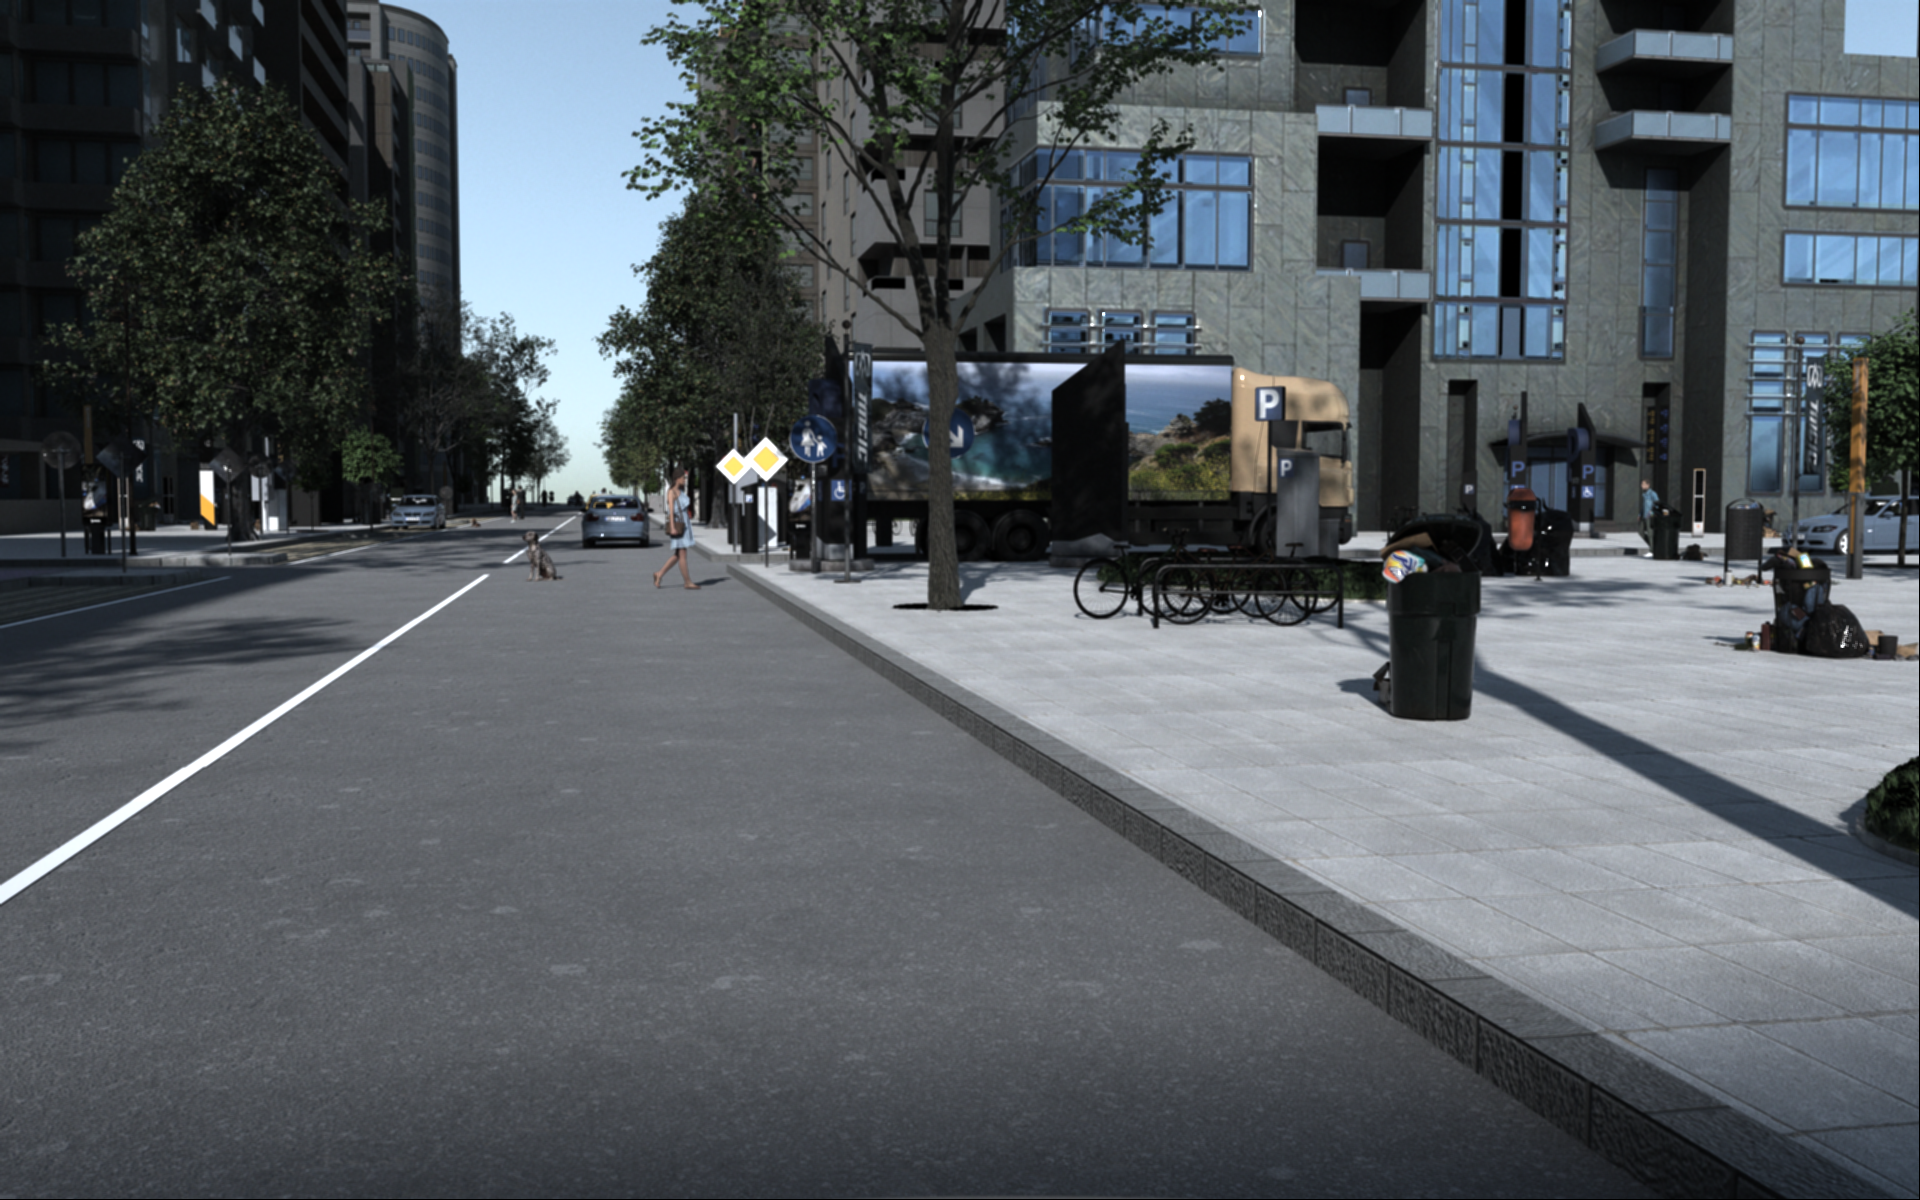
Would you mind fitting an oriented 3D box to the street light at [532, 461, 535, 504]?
[{"bbox_3d":[-56.336,-15.661,228.841,0.468,5.910,1.993,-1,4,-11],"label":"street light"}]

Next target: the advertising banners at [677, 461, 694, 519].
[{"bbox_3d":[-13.858,-5.654,88.632,0.090,3.025,2.074,2,4,26],"label":"advertising banners"}]

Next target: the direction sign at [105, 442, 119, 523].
[{"bbox_3d":[-37.120,-5.139,76.021,0.379,3.537,0.876,1,4,23],"label":"direction sign"}]

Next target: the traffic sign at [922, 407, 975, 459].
[{"bbox_3d":[-0.166,-1.538,25.255,0.768,2.556,0.104,0,4,-3],"label":"traffic sign"}]

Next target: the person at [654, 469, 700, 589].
[{"bbox_3d":[-4.296,-1.073,26.130,0.778,1.811,0.616,1,4,15],"label":"person"}]

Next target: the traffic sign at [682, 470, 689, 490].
[{"bbox_3d":[-14.365,-5.467,89.490,0.768,2.556,0.104,-1,4,-8],"label":"traffic sign"}]

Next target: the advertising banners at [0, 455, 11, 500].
[{"bbox_3d":[-40.912,-4.692,72.906,0.090,3.025,2.074,2,4,31],"label":"advertising banners"}]

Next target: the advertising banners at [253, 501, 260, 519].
[{"bbox_3d":[-35.048,-5.547,86.882,0.090,3.025,2.074,-3,5,-43],"label":"advertising banners"}]

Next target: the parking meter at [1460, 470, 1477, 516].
[{"bbox_3d":[12.219,-2.198,41.652,0.399,1.863,0.255,1,4,16],"label":"parking meter"}]

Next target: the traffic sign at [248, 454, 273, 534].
[{"bbox_3d":[-22.196,-3.355,54.961,0.768,2.556,0.104,0,4,-7],"label":"traffic sign"}]

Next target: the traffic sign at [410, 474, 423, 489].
[{"bbox_3d":[-34.014,-6.626,108.444,0.768,2.556,0.104,0,4,-5],"label":"traffic sign"}]

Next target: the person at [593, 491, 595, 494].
[{"bbox_3d":[-46.674,-12.995,221.047,0.705,1.814,1.350,2,4,32],"label":"person"}]

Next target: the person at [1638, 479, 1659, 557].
[{"bbox_3d":[15.745,-1.877,39.525,0.444,1.785,0.601,0,4,2],"label":"person"}]

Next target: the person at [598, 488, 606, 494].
[{"bbox_3d":[-21.121,-5.712,102.150,0.793,1.790,0.793,2,4,27],"label":"person"}]

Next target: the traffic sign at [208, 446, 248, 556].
[{"bbox_3d":[-15.209,-1.980,36.019,0.795,2.450,0.064,-1,4,-11],"label":"traffic sign"}]

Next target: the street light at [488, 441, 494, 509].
[{"bbox_3d":[-40.022,-10.714,147.956,0.468,5.910,1.993,-1,4,-11],"label":"street light"}]

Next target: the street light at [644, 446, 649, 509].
[{"bbox_3d":[-27.142,-10.836,149.957,0.468,5.910,1.993,-1,4,-11],"label":"street light"}]

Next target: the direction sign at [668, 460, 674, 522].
[{"bbox_3d":[-12.999,-5.260,78.000,0.379,3.537,0.876,0,4,2],"label":"direction sign"}]

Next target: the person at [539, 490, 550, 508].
[{"bbox_3d":[-44.106,-10.747,183.844,1.348,1.869,0.705,1,4,20],"label":"person"}]

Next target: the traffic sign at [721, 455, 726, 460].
[{"bbox_3d":[-7.208,-3.342,54.753,0.768,2.556,0.104,0,4,-7],"label":"traffic sign"}]

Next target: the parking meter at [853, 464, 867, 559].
[{"bbox_3d":[-1.870,-1.558,31.191,0.255,1.863,0.399,2,4,27],"label":"parking meter"}]

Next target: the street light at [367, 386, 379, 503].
[{"bbox_3d":[-24.741,-6.128,72.983,0.468,5.910,1.993,-1,4,-11],"label":"street light"}]

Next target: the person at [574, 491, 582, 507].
[{"bbox_3d":[-43.481,-11.506,197.182,0.990,1.755,0.434,-2,4,-26],"label":"person"}]

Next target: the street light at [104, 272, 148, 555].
[{"bbox_3d":[-17.368,-3.879,36.205,0.468,5.910,1.993,-1,4,-11],"label":"street light"}]

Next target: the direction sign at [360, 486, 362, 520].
[{"bbox_3d":[-29.364,-5.677,84.812,0.876,3.537,0.379,-3,4,-37],"label":"direction sign"}]

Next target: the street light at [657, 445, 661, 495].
[{"bbox_3d":[-19.772,-8.602,113.433,0.468,5.910,1.993,-1,4,-11],"label":"street light"}]

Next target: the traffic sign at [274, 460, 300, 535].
[{"bbox_3d":[-21.301,-3.281,54.836,0.795,2.450,0.064,-1,4,-10],"label":"traffic sign"}]

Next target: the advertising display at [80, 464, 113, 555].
[{"bbox_3d":[-18.350,-1.934,36.828,0.974,1.923,0.123,2,4,33],"label":"advertising display"}]

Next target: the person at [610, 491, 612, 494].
[{"bbox_3d":[-32.666,-9.300,161.354,0.742,1.727,0.445,-3,5,-42],"label":"person"}]

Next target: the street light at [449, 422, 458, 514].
[{"bbox_3d":[-32.556,-8.481,111.451,0.468,5.910,1.993,-1,4,-11],"label":"street light"}]

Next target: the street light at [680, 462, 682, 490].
[{"bbox_3d":[-12.072,-6.237,74.767,0.468,5.910,1.993,-1,4,-11],"label":"street light"}]

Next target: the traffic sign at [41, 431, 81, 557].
[{"bbox_3d":[-18.201,-2.140,35.092,0.768,2.556,0.104,-1,4,-9],"label":"traffic sign"}]

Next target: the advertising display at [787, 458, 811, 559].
[{"bbox_3d":[-2.809,-1.573,30.938,0.123,1.923,0.974,-2,4,-34],"label":"advertising display"}]

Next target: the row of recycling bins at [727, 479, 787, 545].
[{"bbox_3d":[-5.333,-2.358,45.674,1.069,1.692,3.534,1,4,10],"label":"row of recycling bins"}]

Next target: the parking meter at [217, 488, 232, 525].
[{"bbox_3d":[-30.542,-3.896,72.117,0.372,1.533,0.369,0,3,0],"label":"parking meter"}]

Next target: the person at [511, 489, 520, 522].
[{"bbox_3d":[-22.678,-4.812,88.185,0.522,1.701,0.512,-2,4,-27],"label":"person"}]

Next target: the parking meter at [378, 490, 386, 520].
[{"bbox_3d":[-29.026,-4.805,86.966,0.372,1.533,0.369,0,3,0],"label":"parking meter"}]

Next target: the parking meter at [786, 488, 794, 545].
[{"bbox_3d":[-4.206,-2.155,43.639,0.372,1.533,0.369,0,3,0],"label":"parking meter"}]

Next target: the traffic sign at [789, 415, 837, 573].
[{"bbox_3d":[-2.359,-1.702,27.933,0.768,2.556,0.104,0,4,-3],"label":"traffic sign"}]

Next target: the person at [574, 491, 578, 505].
[{"bbox_3d":[-48.283,-12.811,217.941,1.348,1.826,0.705,1,4,19],"label":"person"}]

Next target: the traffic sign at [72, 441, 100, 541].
[{"bbox_3d":[-20.858,-2.518,41.280,0.768,2.556,0.104,0,4,-6],"label":"traffic sign"}]

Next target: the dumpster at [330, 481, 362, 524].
[{"bbox_3d":[-27.027,-4.298,76.027,1.264,1.857,1.865,-1,4,-12],"label":"dumpster"}]

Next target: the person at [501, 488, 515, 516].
[{"bbox_3d":[-29.556,-6.460,114.127,1.348,1.823,0.705,-2,4,-24],"label":"person"}]

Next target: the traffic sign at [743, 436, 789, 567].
[{"bbox_3d":[-3.383,-1.627,30.237,0.795,2.450,0.064,-1,4,-11],"label":"traffic sign"}]

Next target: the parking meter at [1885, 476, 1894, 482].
[{"bbox_3d":[29.071,-2.973,54.325,0.399,1.863,0.255,-3,5,-39],"label":"parking meter"}]

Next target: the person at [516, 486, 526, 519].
[{"bbox_3d":[-24.960,-5.534,98.337,0.474,1.900,0.648,0,4,0],"label":"person"}]

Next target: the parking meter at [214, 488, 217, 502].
[{"bbox_3d":[-31.931,-4.037,74.415,0.372,1.533,0.369,0,3,0],"label":"parking meter"}]

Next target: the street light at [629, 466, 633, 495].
[{"bbox_3d":[-51.147,-18.053,267.952,0.468,5.910,1.993,-1,4,-11],"label":"street light"}]

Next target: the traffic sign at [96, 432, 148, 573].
[{"bbox_3d":[-13.624,-1.501,28.192,0.795,2.450,0.064,-1,4,-11],"label":"traffic sign"}]

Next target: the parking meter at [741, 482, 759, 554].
[{"bbox_3d":[-4.543,-1.773,37.403,0.372,1.533,0.369,0,3,0],"label":"parking meter"}]

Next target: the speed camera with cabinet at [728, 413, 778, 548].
[{"bbox_3d":[-5.007,-2.904,41.816,0.660,3.252,2.038,-2,4,-26],"label":"speed camera with cabinet"}]

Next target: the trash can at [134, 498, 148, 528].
[{"bbox_3d":[-30.423,-3.222,64.332,0.748,1.137,0.748,0,3,0],"label":"trash can"}]

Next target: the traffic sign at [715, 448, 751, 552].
[{"bbox_3d":[-4.968,-2.105,38.064,0.795,2.450,0.064,-1,4,-11],"label":"traffic sign"}]

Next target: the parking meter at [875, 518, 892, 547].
[{"bbox_3d":[-1.875,-2.244,42.408,0.399,1.863,0.255,-2,4,-33],"label":"parking meter"}]
